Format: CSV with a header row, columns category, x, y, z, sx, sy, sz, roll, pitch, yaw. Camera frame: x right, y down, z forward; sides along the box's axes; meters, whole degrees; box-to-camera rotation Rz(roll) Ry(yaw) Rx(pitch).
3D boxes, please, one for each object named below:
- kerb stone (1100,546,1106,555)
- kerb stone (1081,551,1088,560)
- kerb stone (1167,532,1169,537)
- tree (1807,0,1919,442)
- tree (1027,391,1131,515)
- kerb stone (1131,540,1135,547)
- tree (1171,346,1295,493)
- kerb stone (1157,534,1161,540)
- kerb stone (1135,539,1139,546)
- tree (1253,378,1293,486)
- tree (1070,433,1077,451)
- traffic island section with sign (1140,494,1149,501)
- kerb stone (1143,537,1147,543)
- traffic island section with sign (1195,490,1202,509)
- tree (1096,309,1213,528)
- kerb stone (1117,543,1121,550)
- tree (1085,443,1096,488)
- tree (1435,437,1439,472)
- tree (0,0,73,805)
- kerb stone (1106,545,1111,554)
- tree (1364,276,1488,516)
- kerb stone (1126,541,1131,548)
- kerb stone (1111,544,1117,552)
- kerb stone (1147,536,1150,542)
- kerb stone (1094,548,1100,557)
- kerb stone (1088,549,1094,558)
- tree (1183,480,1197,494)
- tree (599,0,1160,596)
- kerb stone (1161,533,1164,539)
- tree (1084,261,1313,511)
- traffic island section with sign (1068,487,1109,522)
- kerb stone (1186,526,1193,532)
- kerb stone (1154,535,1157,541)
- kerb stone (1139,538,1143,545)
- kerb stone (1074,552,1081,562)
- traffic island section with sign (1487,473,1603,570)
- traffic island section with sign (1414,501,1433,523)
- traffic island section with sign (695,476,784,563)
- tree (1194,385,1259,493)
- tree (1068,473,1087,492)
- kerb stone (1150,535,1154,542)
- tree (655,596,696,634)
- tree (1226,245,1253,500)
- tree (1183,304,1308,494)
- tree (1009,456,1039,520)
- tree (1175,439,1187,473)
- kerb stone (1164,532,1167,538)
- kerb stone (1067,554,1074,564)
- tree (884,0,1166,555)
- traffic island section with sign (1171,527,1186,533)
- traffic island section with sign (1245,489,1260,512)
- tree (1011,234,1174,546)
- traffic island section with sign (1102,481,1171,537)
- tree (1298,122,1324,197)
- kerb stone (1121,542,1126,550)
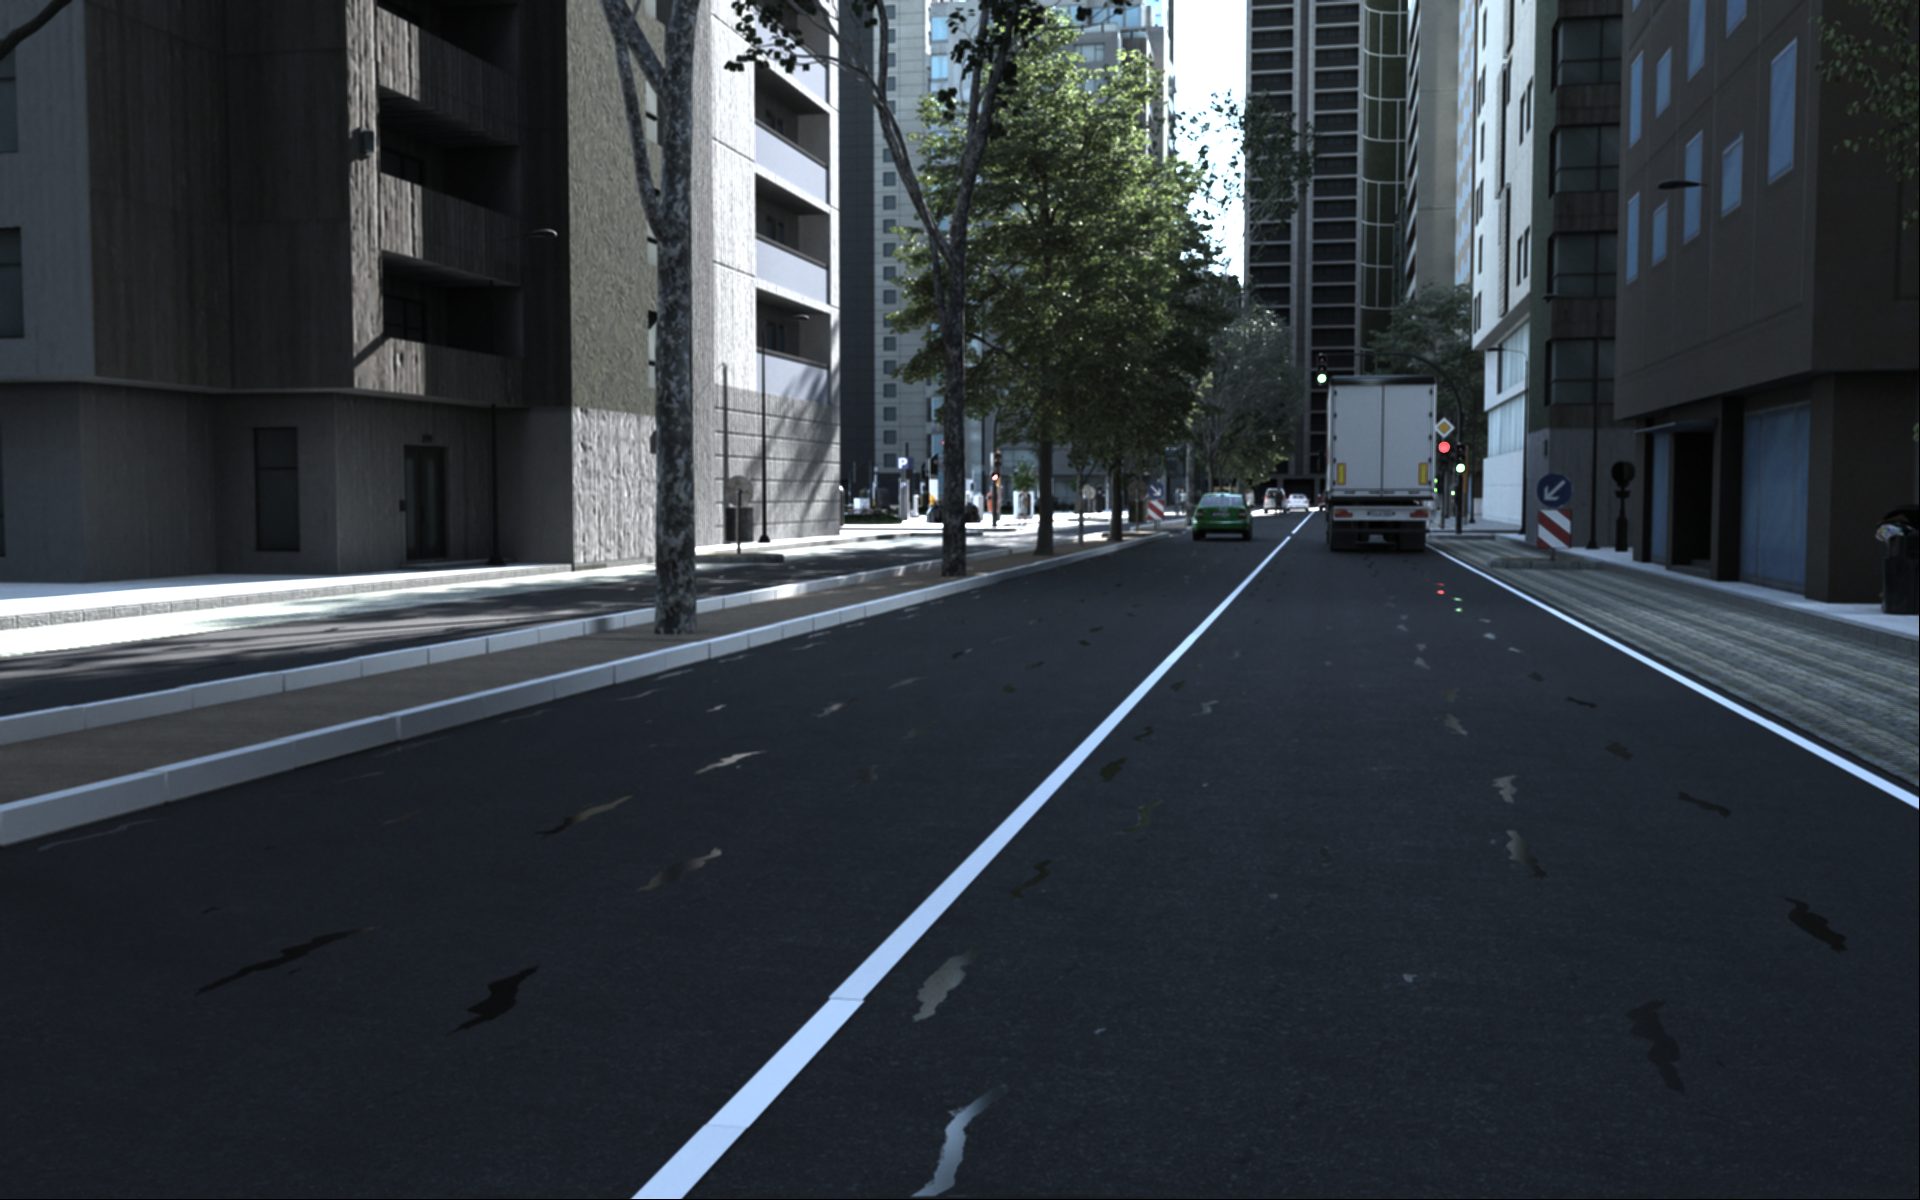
category,x,y,z,sx,sy,sz,roll,pitch,yaw
kerb stone,3.244,-1.127,40.614,0.120,0.150,1.000,1,4,12
kerb stone,2.594,-0.943,37.610,0.120,0.150,1.000,1,4,12
kerb stone,6.660,-2.107,56.643,0.120,0.150,1.000,1,4,12
tree,9.763,-3.927,14.563,4.737,8.622,4.395,0,3,0
tree,7.568,-10.591,107.582,7.601,10.594,8.767,1,4,9
kerb stone,4.525,-1.494,46.637,0.120,0.150,1.000,1,4,12
tree,15.523,-10.100,102.003,8.767,10.594,7.601,1,4,12
kerb stone,6.023,-1.923,53.636,0.120,0.150,1.000,1,4,12
kerb stone,4.740,-1.556,47.636,0.120,0.150,1.000,1,4,12
tree,20.283,-12.462,124.345,7.486,12.596,7.792,0,3,0
tree,12.600,-13.583,132.452,12.009,13.543,11.850,0,3,0
traffic island section with sign,12.574,-6.675,117.768,1.989,1.847,2.006,1,4,12
kerb stone,5.164,-1.677,49.636,0.120,0.150,1.000,1,4,12
traffic island section with sign,22.921,-9.636,166.170,1.989,1.847,2.006,1,4,12
tree,7.581,-6.924,66.022,4.360,8.622,3.978,0,3,0
kerb stone,3.881,-1.305,43.625,0.120,0.150,1.000,1,4,12
tree,10.339,-10.615,123.911,4.360,8.622,3.978,0,3,0
tree,35.209,-11.063,131.242,4.360,8.622,3.978,0,3,0
tree,-4.732,-4.823,7.063,9.928,11.665,9.643,0,3,0
kerb stone,3.457,-1.188,41.625,0.120,0.150,1.000,1,4,12
tree,28.066,-11.772,99.121,9.857,13.997,8.962,0,3,0
kerb stone,4.312,-1.430,45.632,0.120,0.150,1.000,1,4,12
kerb stone,3.671,-1.249,42.624,0.120,0.150,1.000,1,4,12
kerb stone,5.379,-1.735,50.639,0.120,0.150,1.000,1,4,12
kerb stone,3.025,-1.064,39.611,0.120,0.150,1.000,1,4,12
kerb stone,2.806,-1.004,38.612,0.120,0.150,1.000,1,4,12
tree,25.437,-12.156,193.350,1.663,3.219,1.824,0,3,0
tree,-1.115,-10.536,30.608,12.611,20.169,13.585,0,3,0
kerb stone,6.234,-1.984,54.641,0.120,0.150,1.000,1,4,12
tree,13.029,-10.803,89.460,12.009,13.543,11.850,0,3,0
traffic island section with sign,6.789,-5.021,90.722,1.989,1.847,2.006,1,4,12
kerb stone,8.923,-2.753,67.209,0.120,0.150,1.000,1,4,12
kerb stone,5.808,-1.858,52.637,0.120,0.150,1.000,1,4,12
kerb stone,4.958,-1.617,48.635,0.120,0.150,1.000,1,4,12
kerb stone,2.375,-0.880,36.603,0.120,0.150,1.000,1,4,12
traffic island section with sign,11.312,-1.527,33.595,1.989,1.847,2.006,1,4,12
traffic island section with sign,22.851,-4.826,87.535,1.989,1.847,2.006,1,4,12
traffic island section with sign,-4.809,-1.705,36.505,1.989,1.847,2.006,1,4,12
tree,16.962,-9.501,108.154,4.737,8.622,4.395,0,3,0
tree,9.698,-8.928,140.574,1.663,3.219,1.824,0,3,0
kerb stone,5.591,-1.801,51.638,0.120,0.150,1.000,1,4,12
tree,-3.925,-9.779,18.234,12.611,20.169,13.585,0,3,0
tree,4.713,-8.077,52.635,7.486,12.596,7.792,0,3,0
tree,18.683,-12.635,115.691,9.857,13.997,8.962,0,3,0
tree,3.107,-5.649,86.967,1.663,3.219,1.824,0,3,0
tree,25.077,-14.503,187.485,4.737,8.622,4.395,0,3,0
kerb stone,6.449,-2.046,55.643,0.120,0.150,1.000,1,4,12
kerb stone,2.163,-0.820,35.599,0.120,0.150,1.000,1,4,12
tree,1.969,-7.337,40.541,7.486,12.596,7.792,0,3,0
traffic island section with sign,7.420,-3.482,65.069,2.006,1.907,1.989,1,4,12
traffic island section with sign,23.124,-7.977,138.554,2.006,1.907,1.989,1,4,12
tree,3.286,-5.743,46.720,4.737,8.622,4.395,0,3,0
traffic island section with sign,5.862,-3.039,57.827,2.006,1.907,1.989,1,4,12
tree,9.055,-13.330,76.292,12.611,20.169,13.585,0,3,0
kerb stone,4.094,-1.369,44.630,0.120,0.150,1.000,1,4,12
